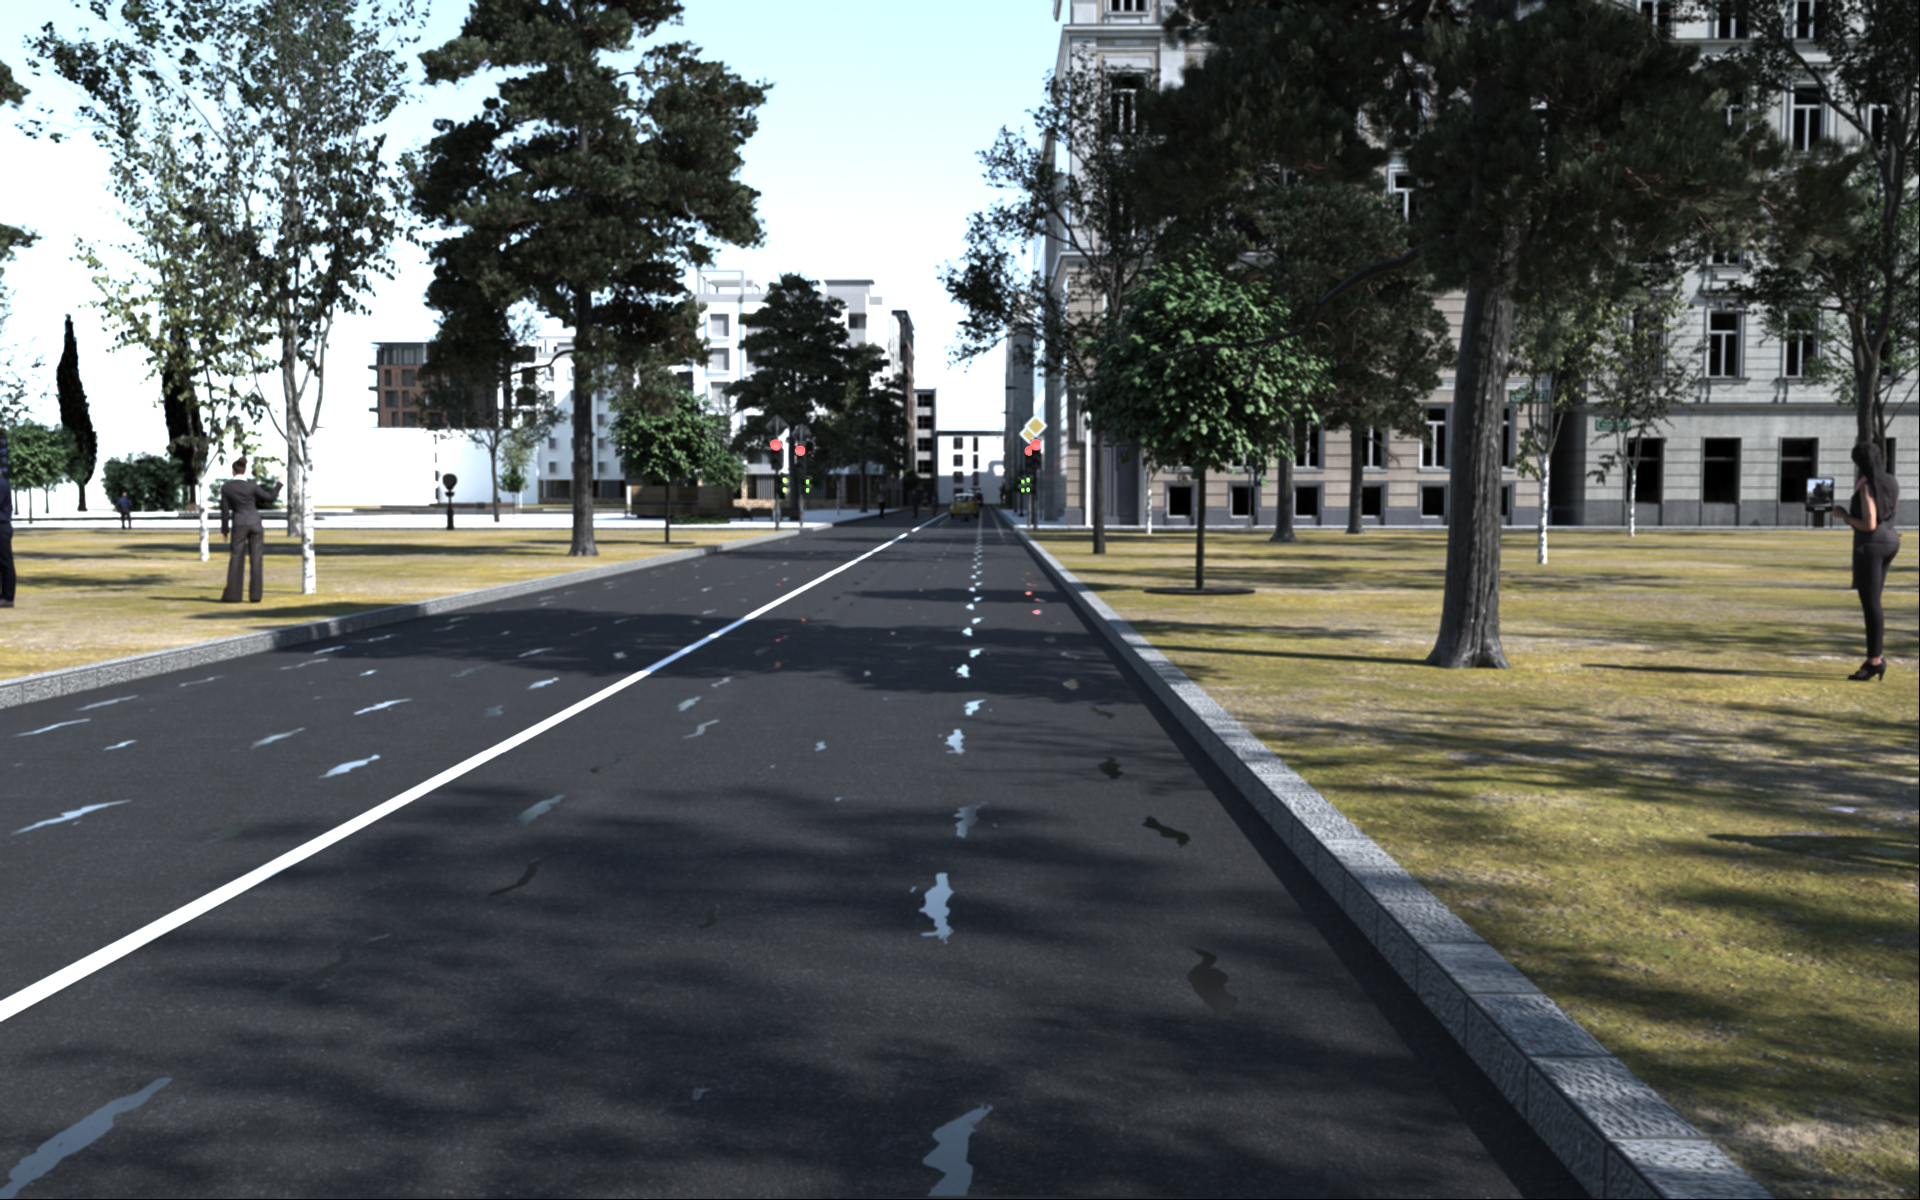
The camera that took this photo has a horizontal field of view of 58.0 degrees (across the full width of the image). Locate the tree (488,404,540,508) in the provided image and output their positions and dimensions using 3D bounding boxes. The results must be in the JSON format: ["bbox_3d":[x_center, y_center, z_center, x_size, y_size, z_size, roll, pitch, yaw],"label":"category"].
[{"bbox_3d":[-35.517,-11.538,139.011,4.737,8.622,4.395,0,3,0],"label":"tree"}]

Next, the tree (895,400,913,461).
[{"bbox_3d":[-5.868,-11.130,132.329,4.737,8.622,4.395,0,3,0],"label":"tree"}]

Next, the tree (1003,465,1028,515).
[{"bbox_3d":[3.825,-6.783,105.495,1.663,3.219,1.824,0,3,0],"label":"tree"}]

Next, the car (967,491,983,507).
[{"bbox_3d":[1.579,-11.648,199.118,2.281,1.827,5.304,0,4,-1],"label":"car"}]

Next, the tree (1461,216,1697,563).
[{"bbox_3d":[11.003,-4.987,31.900,4.737,8.622,4.395,0,3,0],"label":"tree"}]

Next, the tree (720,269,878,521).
[{"bbox_3d":[-8.026,-9.830,82.779,6.751,12.117,7.091,0,3,0],"label":"tree"}]

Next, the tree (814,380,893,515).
[{"bbox_3d":[-7.243,-9.498,105.647,4.737,8.622,4.395,0,3,0],"label":"tree"}]

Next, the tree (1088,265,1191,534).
[{"bbox_3d":[6.024,-6.407,55.113,4.360,8.622,3.978,0,3,0],"label":"tree"}]

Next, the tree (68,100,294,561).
[{"bbox_3d":[-14.453,-5.041,32.779,4.737,8.622,4.395,0,3,0],"label":"tree"}]

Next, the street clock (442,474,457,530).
[{"bbox_3d":[-18.100,-3.480,61.473,0.471,2.002,0.358,1,4,12],"label":"street clock"}]

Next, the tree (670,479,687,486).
[{"bbox_3d":[-22.047,-11.564,139.427,4.360,8.622,3.978,0,3,0],"label":"tree"}]

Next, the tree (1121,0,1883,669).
[{"bbox_3d":[3.909,-5.541,12.651,6.751,12.117,7.091,0,3,0],"label":"tree"}]

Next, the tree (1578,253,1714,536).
[{"bbox_3d":[20.563,-6.254,52.619,4.360,8.622,3.978,0,3,0],"label":"tree"}]

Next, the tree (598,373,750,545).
[{"bbox_3d":[-7.636,-3.721,44.547,4.285,4.588,4.351,0,3,0],"label":"tree"}]

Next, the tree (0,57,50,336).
[{"bbox_3d":[-22.222,-7.670,32.836,7.806,13.903,7.818,0,3,0],"label":"tree"}]

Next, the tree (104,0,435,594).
[{"bbox_3d":[-8.541,-4.396,22.238,4.360,8.622,3.978,0,3,0],"label":"tree"}]

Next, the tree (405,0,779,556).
[{"bbox_3d":[-7.637,-7.856,35.867,7.806,13.903,7.818,0,3,0],"label":"tree"}]

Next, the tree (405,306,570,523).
[{"bbox_3d":[-21.164,-8.757,77.595,7.601,10.594,8.767,-3,4,-36],"label":"tree"}]

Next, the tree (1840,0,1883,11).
[{"bbox_3d":[23.403,-11.081,37.062,12.611,20.169,13.585,0,3,0],"label":"tree"}]

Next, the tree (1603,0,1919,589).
[{"bbox_3d":[11.867,-5.420,23.028,7.601,10.594,8.767,-1,4,-15],"label":"tree"}]

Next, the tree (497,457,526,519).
[{"bbox_3d":[-23.538,-5.919,91.372,1.663,3.219,1.824,0,3,0],"label":"tree"}]

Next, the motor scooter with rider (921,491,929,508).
[{"bbox_3d":[-3.588,-10.317,177.652,0.876,1.779,1.986,0,4,0],"label":"motor scooter with rider"}]

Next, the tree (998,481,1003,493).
[{"bbox_3d":[5.672,-13.848,221.021,1.663,3.219,1.824,0,3,0],"label":"tree"}]

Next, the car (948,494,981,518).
[{"bbox_3d":[0.266,-5.759,104.378,2.015,1.641,3.980,0,4,-1],"label":"car"}]

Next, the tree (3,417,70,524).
[{"bbox_3d":[-39.624,-5.494,73.539,4.285,4.588,4.351,0,3,0],"label":"tree"}]

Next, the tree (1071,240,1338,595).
[{"bbox_3d":[3.176,-2.369,22.442,4.285,4.588,4.351,0,3,0],"label":"tree"}]

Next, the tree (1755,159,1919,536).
[{"bbox_3d":[28.222,-7.788,53.095,9.928,11.665,9.643,0,3,0],"label":"tree"}]

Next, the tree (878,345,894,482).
[{"bbox_3d":[-6.784,-12.161,120.884,6.751,12.117,7.091,0,3,0],"label":"tree"}]

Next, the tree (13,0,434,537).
[{"bbox_3d":[-20.339,-11.874,50.034,12.611,20.169,13.585,0,3,0],"label":"tree"}]

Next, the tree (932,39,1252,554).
[{"bbox_3d":[2.742,-6.255,36.678,8.767,10.594,7.601,3,5,43],"label":"tree"}]

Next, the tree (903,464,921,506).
[{"bbox_3d":[-5.922,-12.583,189.450,4.285,4.588,4.351,0,3,0],"label":"tree"}]

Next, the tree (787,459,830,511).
[{"bbox_3d":[-11.820,-9.271,135.289,4.285,4.588,4.351,0,3,0],"label":"tree"}]

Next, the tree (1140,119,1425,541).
[{"bbox_3d":[8.658,-8.518,46.689,7.806,13.903,7.818,0,3,0],"label":"tree"}]

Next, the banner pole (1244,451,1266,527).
[{"bbox_3d":[11.486,-4.723,67.242,0.863,3.779,0.401,0,4,4],"label":"banner pole"}]

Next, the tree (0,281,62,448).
[{"bbox_3d":[-32.580,-6.572,57.819,4.360,8.622,3.978,0,3,0],"label":"tree"}]

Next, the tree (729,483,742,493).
[{"bbox_3d":[-15.286,-7.341,114.621,1.663,3.219,1.824,0,3,0],"label":"tree"}]
